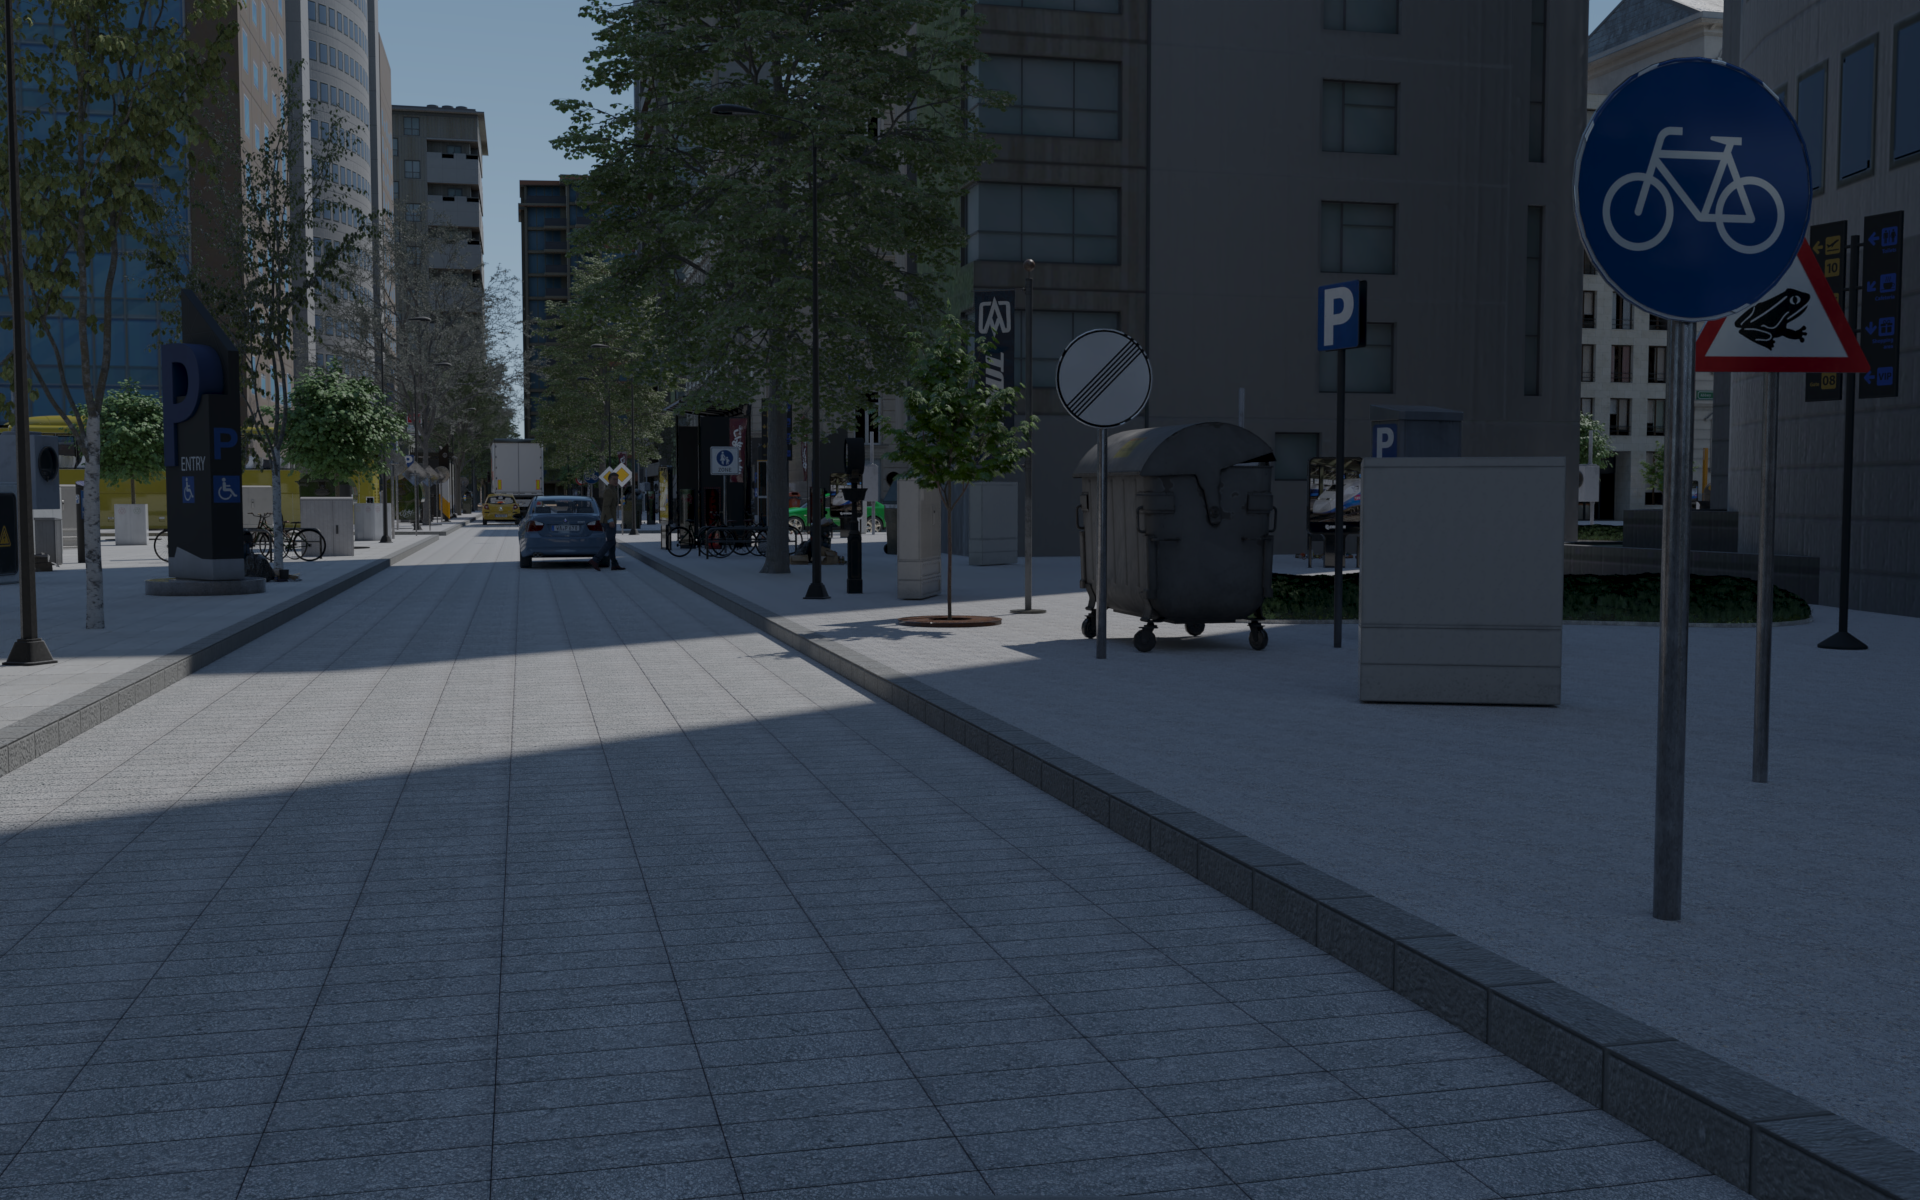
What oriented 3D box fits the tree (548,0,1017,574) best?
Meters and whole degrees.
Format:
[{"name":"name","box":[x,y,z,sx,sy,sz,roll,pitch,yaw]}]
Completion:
[{"name":"tree","box":[-2.952,-6.733,28.207,7.486,12.596,7.792,0,3,0]}]

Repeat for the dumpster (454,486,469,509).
[{"name":"dumpster","box":[-35.808,-7.236,124.073,1.264,1.857,1.865,-1,4,-14]}]

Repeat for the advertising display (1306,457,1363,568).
[{"name":"advertising display","box":[6.510,-1.521,30.075,0.974,1.923,0.123,0,4,-3]}]

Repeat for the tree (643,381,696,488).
[{"name":"tree","box":[-18.531,-9.850,111.410,4.360,8.622,3.978,0,3,0]}]

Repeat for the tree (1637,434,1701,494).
[{"name":"tree","box":[21.594,-3.585,53.212,1.663,3.219,1.824,0,3,0]}]

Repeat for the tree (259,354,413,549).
[{"name":"tree","box":[-14.583,-3.481,40.625,4.285,4.588,4.351,0,3,0]}]

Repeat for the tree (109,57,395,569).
[{"name":"tree","box":[-11.587,-4.781,28.536,4.360,8.622,3.978,0,3,0]}]

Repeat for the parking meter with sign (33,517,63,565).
[{"name":"parking meter with sign","box":[-17.124,-2.131,31.103,1.738,3.016,0.543,0,4,-8]}]

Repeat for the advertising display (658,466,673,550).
[{"name":"advertising display","box":[-6.768,-2.118,39.846,0.123,1.923,0.974,-1,4,-22]}]

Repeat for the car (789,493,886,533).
[{"name":"car","box":[-4.498,-3.120,59.815,4.718,1.807,1.959,-1,4,-15]}]

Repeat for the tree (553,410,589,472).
[{"name":"tree","box":[-30.833,-11.638,140.647,4.360,8.622,3.978,0,3,0]}]

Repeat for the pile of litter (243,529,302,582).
[{"name":"pile of litter","box":[-10.542,-0.712,25.605,1.719,0.858,1.176,2,4,31]}]

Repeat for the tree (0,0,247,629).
[{"name":"tree","box":[-8.476,-4.036,16.353,4.737,8.622,4.395,0,3,0]}]

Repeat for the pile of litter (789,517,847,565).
[{"name":"pile of litter","box":[-2.648,-1.088,31.758,1.719,0.858,1.176,3,5,43]}]

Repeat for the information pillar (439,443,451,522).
[{"name":"information pillar","box":[-23.692,-5.397,79.595,0.504,3.616,0.183,1,4,14]}]

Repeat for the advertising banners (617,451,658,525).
[{"name":"advertising banners","box":[-13.351,-4.614,71.635,0.090,3.025,2.074,3,5,40]}]

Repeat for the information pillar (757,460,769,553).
[{"name":"information pillar","box":[-4.190,-2.026,37.625,0.304,2.012,0.304,2,4,34]}]

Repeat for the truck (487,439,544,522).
[{"name":"truck","box":[-23.943,-6.384,93.289,2.839,4.237,11.283,-1,4,-16]}]

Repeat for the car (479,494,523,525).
[{"name":"car","box":[-21.624,-4.363,81.559,2.015,1.641,3.980,-1,4,-15]}]

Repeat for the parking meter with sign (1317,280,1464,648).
[{"name":"parking meter with sign","box":[3.902,-1.130,14.729,1.738,3.016,0.543,-2,4,-25]}]

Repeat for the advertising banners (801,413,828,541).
[{"name":"advertising banners","box":[-3.084,-2.462,36.440,0.090,3.025,2.074,-1,4,-19]}]

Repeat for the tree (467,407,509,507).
[{"name":"tree","box":[-55.657,-16.909,202.211,9.928,11.665,9.643,0,3,0]}]

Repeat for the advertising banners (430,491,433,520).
[{"name":"advertising banners","box":[-26.148,-5.302,82.881,0.090,3.025,2.074,3,4,38]}]

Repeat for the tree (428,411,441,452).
[{"name":"tree","box":[-37.643,-13.140,132.972,7.486,12.596,7.792,0,3,0]}]

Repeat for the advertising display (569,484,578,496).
[{"name":"advertising display","box":[-26.386,-6.915,118.270,0.123,1.923,0.974,1,4,18]}]

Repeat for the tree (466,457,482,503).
[{"name":"tree","box":[-54.304,-14.975,195.206,4.737,8.622,4.395,0,3,0]}]

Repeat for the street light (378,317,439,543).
[{"name":"street light","box":[-14.555,-4.458,45.437,1.470,5.913,1.316,-1,4,-14]}]

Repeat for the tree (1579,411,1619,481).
[{"name":"tree","box":[20.564,-4.586,58.694,4.285,4.588,4.351,0,3,0]}]

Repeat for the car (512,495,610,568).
[{"name":"car","box":[-8.004,-1.405,34.974,2.014,1.417,4.499,-1,4,-14]}]

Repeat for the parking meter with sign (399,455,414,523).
[{"name":"parking meter with sign","box":[-24.989,-4.987,77.800,0.543,3.016,1.738,-2,4,-31]}]

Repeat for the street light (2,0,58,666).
[{"name":"street light","box":[-6.491,-2.475,13.015,1.470,5.913,1.316,-1,4,-14]}]

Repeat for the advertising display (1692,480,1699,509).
[{"name":"advertising display","box":[34.211,-4.666,81.501,0.974,1.923,0.123,2,4,33]}]

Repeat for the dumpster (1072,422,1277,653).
[{"name":"dumpster","box":[1.822,-0.551,14.764,1.264,1.857,1.865,-1,4,-14]}]

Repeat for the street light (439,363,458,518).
[{"name":"street light","box":[-18.683,-5.428,61.296,1.470,5.913,1.316,-1,4,-14]}]

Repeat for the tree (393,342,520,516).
[{"name":"tree","box":[-30.061,-10.305,102.898,8.767,10.594,7.601,1,4,17]}]

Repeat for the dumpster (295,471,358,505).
[{"name":"dumpster","box":[-17.576,-2.786,48.050,1.502,2.255,1.985,-1,4,-14]}]

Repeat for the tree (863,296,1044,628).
[{"name":"tree","box":[-0.208,-1.367,16.947,1.663,3.219,1.824,0,3,0]}]

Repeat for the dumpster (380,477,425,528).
[{"name":"dumpster","box":[-20.747,-3.791,64.483,1.502,2.255,1.985,-1,4,-14]}]

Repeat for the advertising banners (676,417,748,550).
[{"name":"advertising banners","box":[-5.747,-2.688,40.131,2.074,3.025,0.090,2,4,30]}]

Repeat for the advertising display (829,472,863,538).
[{"name":"advertising display","box":[-3.346,-2.797,50.949,0.974,1.923,0.123,0,4,3]}]

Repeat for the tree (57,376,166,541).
[{"name":"tree","box":[-23.128,-3.941,48.143,4.285,4.588,4.351,0,3,0]}]

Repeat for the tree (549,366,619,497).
[{"name":"tree","box":[-21.166,-9.043,98.221,4.737,8.622,4.395,0,3,0]}]

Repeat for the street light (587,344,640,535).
[{"name":"street light","box":[-10.732,-4.976,53.899,1.470,5.913,1.316,-1,4,-14]}]

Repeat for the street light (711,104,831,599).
[{"name":"street light","box":[-2.280,-2.959,20.927,1.470,5.913,1.316,-1,4,-14]}]

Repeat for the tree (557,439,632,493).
[{"name":"tree","box":[-19.241,-6.703,93.308,4.285,4.588,4.351,0,3,0]}]

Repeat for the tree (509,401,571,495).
[{"name":"tree","box":[-44.029,-16.332,192.788,9.928,11.665,9.643,0,3,0]}]
